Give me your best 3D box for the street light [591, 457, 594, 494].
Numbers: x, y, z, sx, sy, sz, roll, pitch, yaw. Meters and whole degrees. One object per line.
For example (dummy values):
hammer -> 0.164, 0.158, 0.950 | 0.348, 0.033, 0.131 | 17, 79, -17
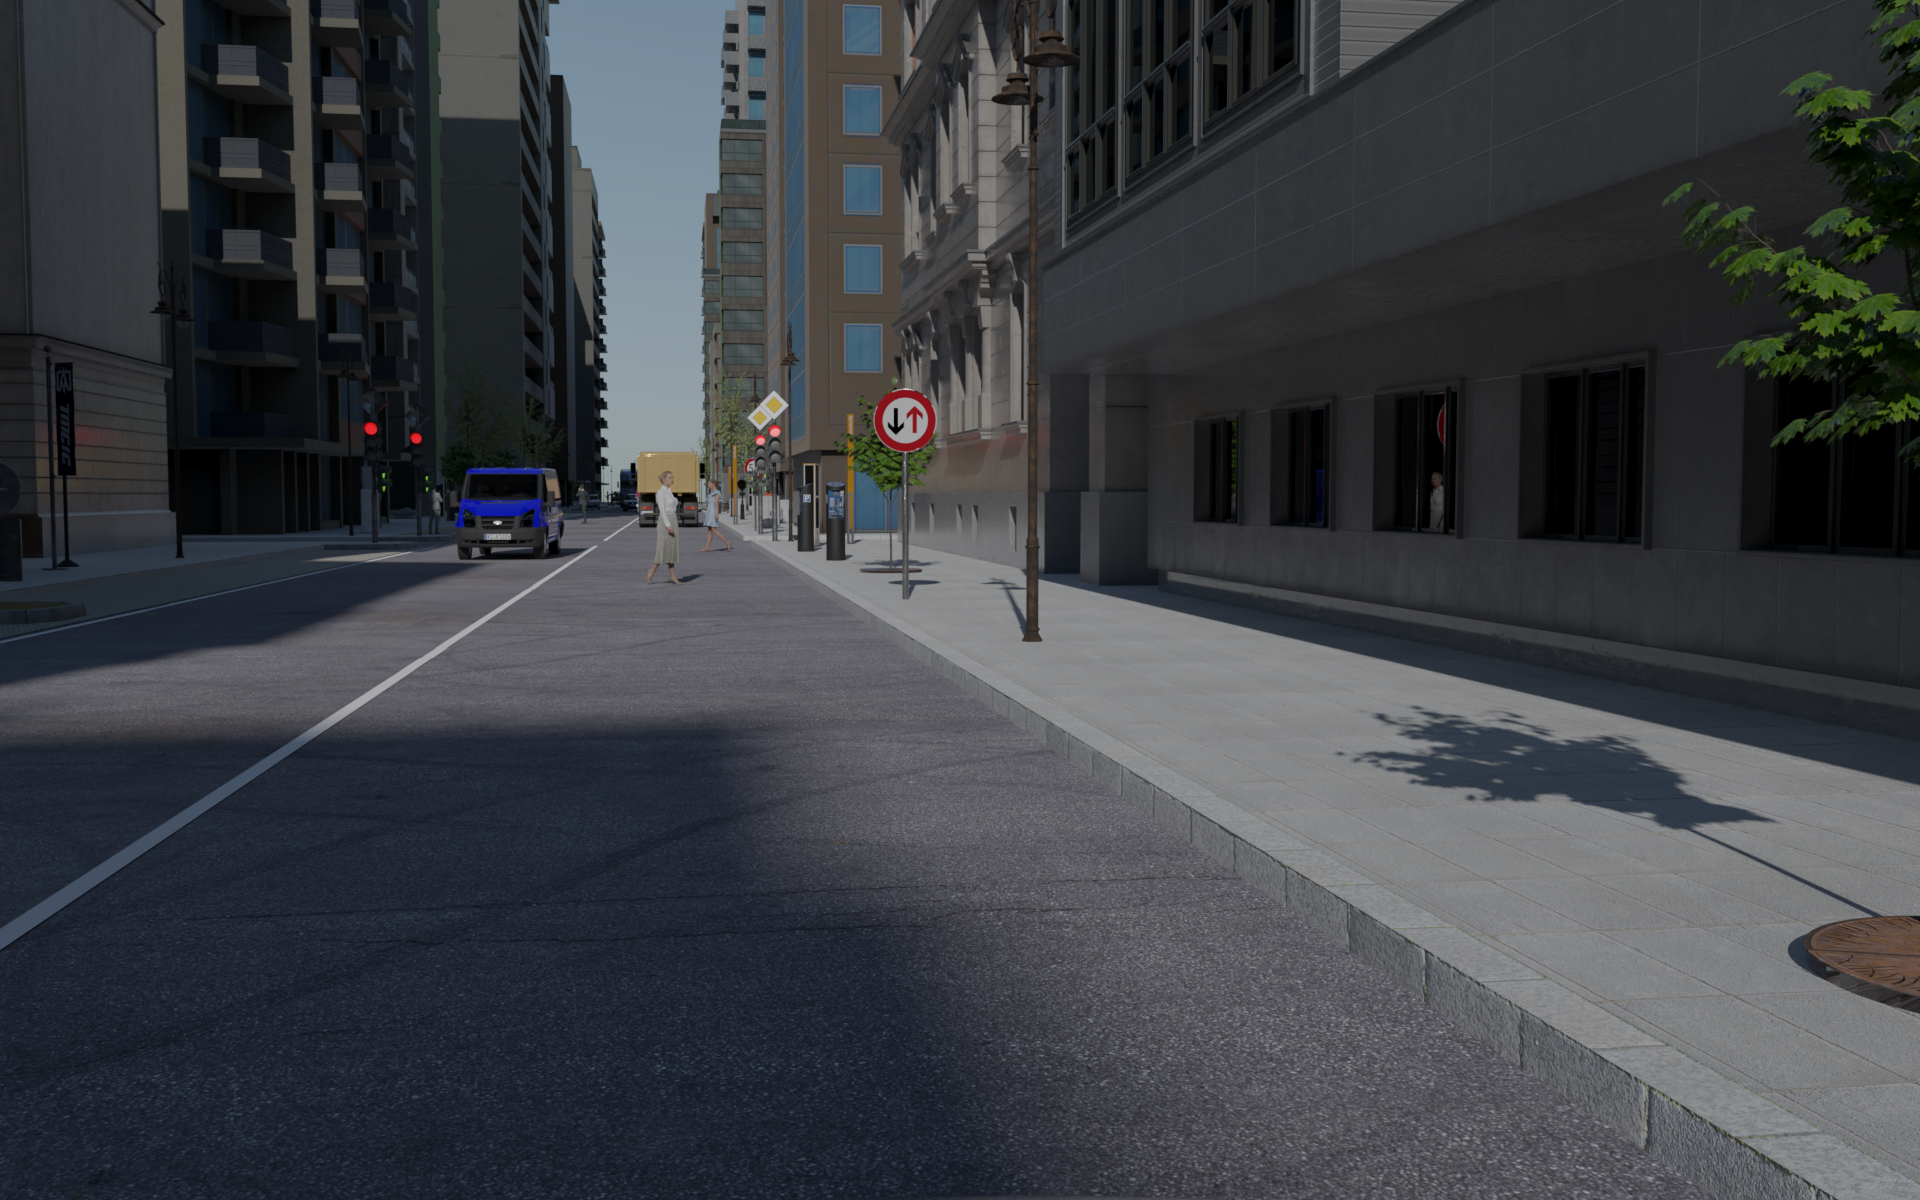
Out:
street light -> -44.722, -14.574, 211.079 | 0.468, 5.910, 1.993 | -1, 4, -9

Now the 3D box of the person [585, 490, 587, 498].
person -> -31.024, -8.231, 143.803 | 0.721, 1.735, 1.217 | 0, 4, 8

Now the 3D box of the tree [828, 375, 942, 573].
tree -> -1.025, -2.062, 28.321 | 1.663, 3.219, 1.824 | 0, 3, 0

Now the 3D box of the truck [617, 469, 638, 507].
truck -> -36.348, -12.377, 192.120 | 2.967, 4.110, 18.799 | -1, 4, -10

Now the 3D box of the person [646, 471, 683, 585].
person -> -4.698, -1.144, 27.427 | 0.641, 1.798, 0.478 | 2, 4, 25

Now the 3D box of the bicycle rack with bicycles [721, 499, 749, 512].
bicycle rack with bicycles -> -16.323, -6.891, 126.054 | 2.925, 0.926, 2.852 | -1, 4, -21

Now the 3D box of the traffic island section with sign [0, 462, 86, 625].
traffic island section with sign -> -11.125, -0.671, 19.591 | 1.989, 1.847, 2.006 | -1, 4, -9

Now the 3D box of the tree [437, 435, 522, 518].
tree -> -26.357, -6.689, 93.080 | 4.285, 4.588, 4.351 | 0, 3, 0

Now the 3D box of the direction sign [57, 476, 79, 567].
direction sign -> -15.737, -2.350, 30.426 | 0.379, 3.537, 0.876 | -2, 4, -34

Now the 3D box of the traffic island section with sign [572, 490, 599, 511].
traffic island section with sign -> -32.585, -8.647, 150.000 | 1.989, 1.847, 2.006 | -1, 4, -9

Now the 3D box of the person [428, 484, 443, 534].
person -> -18.551, -3.216, 61.261 | 0.511, 1.800, 0.466 | 0, 4, 5

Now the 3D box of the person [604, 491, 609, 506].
person -> -41.187, -11.784, 201.693 | 0.750, 1.759, 0.617 | 0, 4, 1

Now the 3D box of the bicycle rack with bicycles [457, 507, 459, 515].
bicycle rack with bicycles -> -33.118, -6.520, 119.987 | 2.925, 0.926, 2.852 | 3, 4, 36

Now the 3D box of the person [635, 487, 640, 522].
person -> -16.226, -4.875, 88.182 | 0.580, 1.828, 0.573 | 0, 4, 2

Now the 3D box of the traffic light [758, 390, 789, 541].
traffic light -> -5.056, -3.554, 47.023 | 0.839, 4.253, 0.868 | -1, 4, -9

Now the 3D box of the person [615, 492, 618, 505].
person -> -45.643, -13.531, 230.658 | 0.541, 1.710, 0.530 | -1, 4, -20

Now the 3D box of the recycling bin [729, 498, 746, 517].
recycling bin -> -12.734, -5.298, 99.177 | 0.722, 1.027, 0.722 | -3, 4, -37

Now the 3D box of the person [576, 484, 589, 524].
person -> -18.339, -4.667, 84.171 | 0.474, 1.900, 0.648 | 1, 4, 16

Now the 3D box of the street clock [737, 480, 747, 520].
street clock -> -10.859, -5.005, 86.398 | 0.471, 2.002, 0.358 | 1, 4, 13

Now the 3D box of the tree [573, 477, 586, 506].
tree -> -43.045, -12.203, 194.126 | 1.663, 3.219, 1.824 | 0, 3, 0

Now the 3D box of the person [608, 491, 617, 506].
person -> -39.875, -11.623, 198.514 | 1.348, 1.826, 0.705 | -2, 4, -31

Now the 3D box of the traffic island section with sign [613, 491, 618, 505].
traffic island section with sign -> -46.318, -13.745, 233.354 | 1.989, 1.847, 2.006 | -1, 4, -9

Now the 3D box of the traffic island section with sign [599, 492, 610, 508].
traffic island section with sign -> -37.069, -10.309, 177.176 | 1.989, 1.847, 2.006 | -1, 4, -9

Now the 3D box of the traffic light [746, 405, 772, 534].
traffic light -> -6.353, -4.036, 54.902 | 0.839, 4.253, 0.868 | -1, 4, -9

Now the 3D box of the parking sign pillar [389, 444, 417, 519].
parking sign pillar -> -28.882, -6.199, 89.826 | 1.447, 3.967, 1.447 | 0, 4, -4

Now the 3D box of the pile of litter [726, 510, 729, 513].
pile of litter -> -15.231, -6.270, 116.478 | 1.176, 0.858, 1.719 | 1, 4, 17

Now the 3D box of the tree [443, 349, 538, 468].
tree -> -24.330, -8.417, 87.973 | 4.737, 8.622, 4.395 | 0, 3, 0

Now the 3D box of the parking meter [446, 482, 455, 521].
parking meter -> -24.127, -4.668, 82.031 | 0.255, 1.863, 0.399 | -3, 5, -44

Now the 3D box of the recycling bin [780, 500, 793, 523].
recycling bin -> -7.660, -3.898, 76.286 | 0.722, 1.027, 0.722 | 1, 4, 13

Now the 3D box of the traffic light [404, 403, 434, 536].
traffic light -> -16.624, -3.932, 53.202 | 0.839, 4.253, 0.868 | -1, 4, -9

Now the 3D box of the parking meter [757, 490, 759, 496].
parking meter -> -13.875, -6.778, 119.230 | 0.372, 1.533, 0.369 | 0, 3, 0

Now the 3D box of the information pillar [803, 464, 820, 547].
information pillar -> -3.592, -2.291, 41.944 | 0.304, 2.012, 0.304 | 1, 4, 16

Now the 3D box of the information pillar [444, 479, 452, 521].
information pillar -> -24.569, -4.815, 83.220 | 0.304, 2.012, 0.304 | -2, 4, -34

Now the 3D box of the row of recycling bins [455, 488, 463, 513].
row of recycling bins -> -33.529, -6.712, 116.861 | 3.534, 1.692, 1.069 | -1, 4, -11

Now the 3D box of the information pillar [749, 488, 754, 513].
information pillar -> -14.444, -7.069, 120.076 | 0.304, 2.012, 0.304 | 2, 4, 26

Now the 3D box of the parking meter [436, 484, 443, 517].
parking meter -> -29.620, -5.679, 98.556 | 0.399, 1.863, 0.255 | -1, 4, -13

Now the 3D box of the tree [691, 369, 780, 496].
tree -> -13.046, -9.309, 102.564 | 4.737, 8.622, 4.395 | 0, 3, 0

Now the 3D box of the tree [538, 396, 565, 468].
tree -> -30.787, -10.653, 124.546 | 4.737, 8.622, 4.395 | 0, 3, 0

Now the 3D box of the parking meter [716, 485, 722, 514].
parking meter -> -15.597, -6.493, 111.879 | 0.399, 1.863, 0.255 | -1, 4, -16

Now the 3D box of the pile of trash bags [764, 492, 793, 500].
pile of trash bags -> -8.367, -4.307, 80.179 | 1.912, 1.369, 3.447 | 1, 4, 11

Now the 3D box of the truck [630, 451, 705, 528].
truck -> -13.057, -4.990, 77.511 | 3.469, 3.379, 9.791 | -1, 4, -10

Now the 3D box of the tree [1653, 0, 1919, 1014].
tree -> 2.658, -0.603, 4.467 | 1.663, 3.219, 1.824 | 0, 3, 0

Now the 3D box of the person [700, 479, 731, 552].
person -> -6.069, -2.099, 42.920 | 0.778, 1.811, 0.616 | 0, 4, -5

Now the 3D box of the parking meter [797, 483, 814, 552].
parking meter -> -3.437, -1.844, 38.560 | 0.372, 1.533, 0.369 | 0, 3, 0

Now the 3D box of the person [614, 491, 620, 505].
person -> -43.295, -12.914, 219.732 | 0.705, 1.812, 1.348 | 3, 5, 41

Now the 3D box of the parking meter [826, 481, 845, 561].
parking meter -> -2.398, -1.530, 33.421 | 0.372, 1.533, 0.369 | 0, 3, 0

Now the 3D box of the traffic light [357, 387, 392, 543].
traffic light -> -15.327, -3.450, 45.323 | 0.839, 4.253, 0.868 | -1, 4, -9
